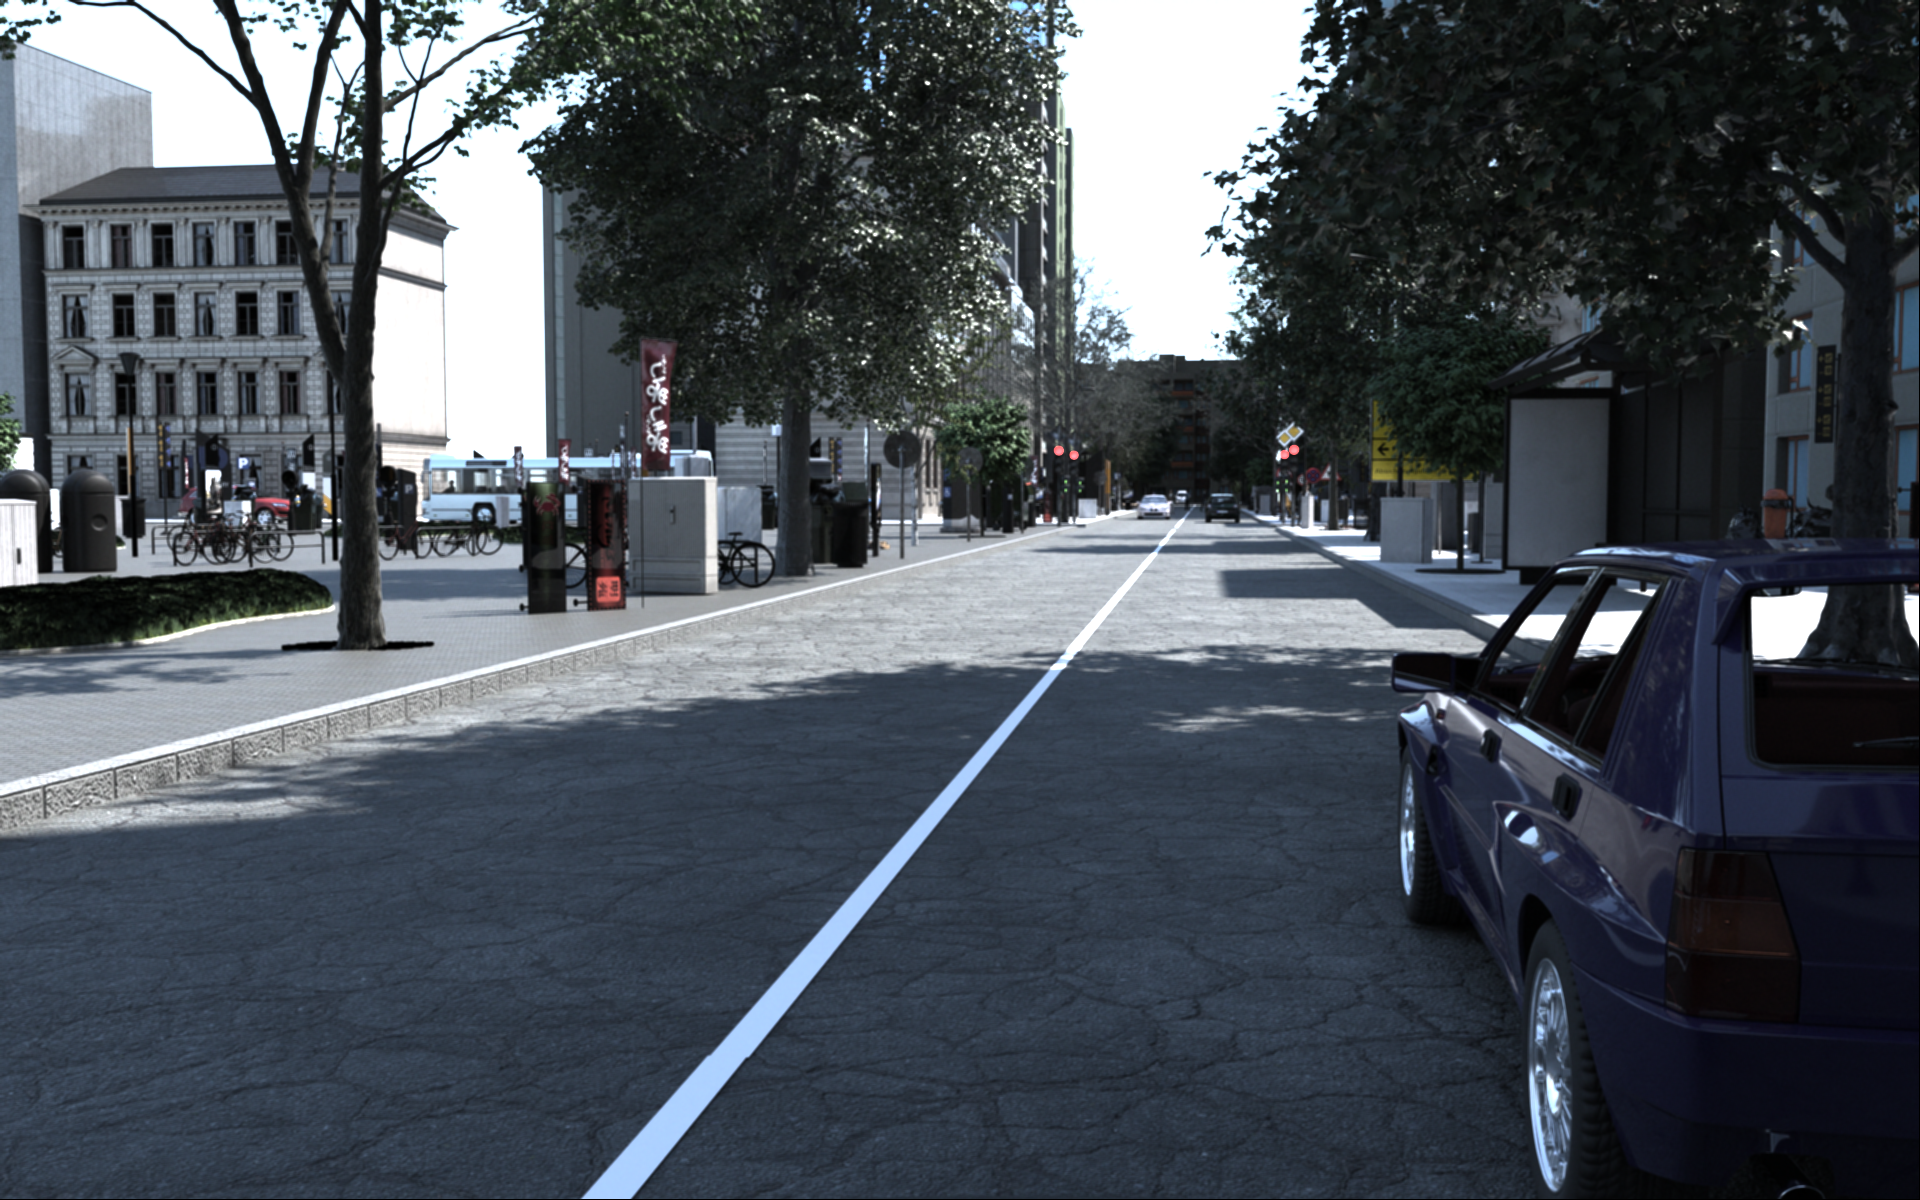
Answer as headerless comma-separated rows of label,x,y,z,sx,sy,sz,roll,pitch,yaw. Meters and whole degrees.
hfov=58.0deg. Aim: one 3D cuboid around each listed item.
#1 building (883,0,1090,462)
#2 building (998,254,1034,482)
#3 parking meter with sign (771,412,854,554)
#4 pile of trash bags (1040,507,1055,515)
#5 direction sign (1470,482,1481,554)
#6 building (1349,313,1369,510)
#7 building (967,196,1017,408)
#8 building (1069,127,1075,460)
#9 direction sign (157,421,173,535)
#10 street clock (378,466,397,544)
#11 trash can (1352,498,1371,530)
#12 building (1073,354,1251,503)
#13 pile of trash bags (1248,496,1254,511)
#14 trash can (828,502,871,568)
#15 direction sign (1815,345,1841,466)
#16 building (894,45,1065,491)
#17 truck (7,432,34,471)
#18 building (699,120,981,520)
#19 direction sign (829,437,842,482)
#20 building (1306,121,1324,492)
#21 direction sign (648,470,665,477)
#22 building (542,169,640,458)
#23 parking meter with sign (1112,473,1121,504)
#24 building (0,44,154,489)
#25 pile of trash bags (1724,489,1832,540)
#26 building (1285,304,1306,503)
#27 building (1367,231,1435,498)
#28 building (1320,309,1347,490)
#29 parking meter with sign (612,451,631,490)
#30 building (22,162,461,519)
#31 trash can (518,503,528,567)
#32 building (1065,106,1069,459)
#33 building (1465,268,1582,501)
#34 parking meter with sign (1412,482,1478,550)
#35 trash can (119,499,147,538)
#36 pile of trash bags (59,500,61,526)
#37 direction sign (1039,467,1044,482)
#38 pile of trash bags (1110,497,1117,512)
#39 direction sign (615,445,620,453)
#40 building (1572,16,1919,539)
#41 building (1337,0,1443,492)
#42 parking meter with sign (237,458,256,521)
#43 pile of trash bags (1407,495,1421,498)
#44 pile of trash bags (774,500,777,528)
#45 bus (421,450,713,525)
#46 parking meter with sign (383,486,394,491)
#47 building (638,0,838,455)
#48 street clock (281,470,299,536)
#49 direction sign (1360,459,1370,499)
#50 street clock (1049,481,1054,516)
building,-0.469,-54.783,208.369,31.000,86.520,22.319,0,4,8
building,-0.084,-17.353,138.471,10.420,20.320,16.860,0,4,8
parking meter with sign,-3.043,-2.450,36.318,1.738,3.016,0.543,-2,4,-30
pile of trash bags,5.388,-5.974,107.423,1.912,1.369,3.447,0,4,-2
direction sign,11.237,-2.776,37.377,0.876,3.537,0.379,0,4,6
building,37.938,-19.521,137.195,12.078,24.808,19.932,0,4,8
building,-4.042,-16.915,118.358,13.314,21.916,24.055,0,4,8
building,4.940,-30.891,188.658,14.154,41.232,14.086,0,4,8
direction sign,-24.918,-3.809,54.273,0.379,3.537,0.876,0,4,-1
street clock,-14.778,-2.461,44.811,0.471,2.002,0.358,0,4,2
trash can,14.445,-3.092,62.200,0.748,1.137,0.748,0,3,0
building,31.322,-25.070,254.926,28.899,21.520,27.650,0,4,8
pile of trash bags,23.480,-7.686,135.422,1.912,1.369,3.447,1,4,11
trash can,-1.925,-1.140,30.288,0.748,1.137,0.748,0,3,0
direction sign,13.283,-2.094,26.241,0.379,3.537,0.876,-1,4,-17
building,1.740,-29.138,159.995,14.154,41.232,14.086,0,4,8
truck,-48.213,-5.520,79.157,11.283,4.237,2.839,0,4,7
building,-5.936,-15.861,95.487,11.583,22.565,21.152,0,4,8
direction sign,-4.985,-4.730,69.327,0.379,3.537,0.876,2,4,30
building,51.980,-35.407,202.602,21.300,48.544,21.600,0,4,8
direction sign,-10.443,-4.125,59.438,0.876,3.537,0.379,2,4,34
building,-43.651,-32.783,219.595,14.086,41.232,14.154,0,4,8
parking meter with sign,12.780,-8.946,142.527,0.543,3.016,1.738,1,4,19
building,-57.989,-17.103,97.650,19.932,24.808,12.078,0,4,8
pile of trash bags,14.798,-1.322,31.366,1.912,1.369,3.447,2,4,25
building,59.788,-36.251,247.326,28.867,44.769,22.147,0,4,8
building,35.236,-20.267,117.271,13.634,28.700,20.117,0,4,8
building,46.389,-32.740,185.410,14.600,45.320,14.200,0,4,8
parking meter with sign,-13.720,-4.497,69.788,0.543,3.016,1.738,1,4,15
building,-38.456,-14.048,94.305,19.286,19.102,10.561,0,4,8
trash can,-7.010,-1.060,28.981,0.748,1.137,0.748,0,3,0
building,3.048,-30.001,174.114,14.154,41.232,14.086,0,4,8
building,35.278,-15.165,84.108,21.152,22.565,11.583,0,4,8
parking meter with sign,11.164,-2.648,39.559,1.738,3.016,0.543,0,4,-5
trash can,-24.151,-2.383,50.620,0.748,1.137,0.748,0,3,0
pile of trash bags,-36.849,-3.629,69.094,1.912,1.369,3.447,0,4,-6
direction sign,6.610,-9.258,143.358,0.379,3.537,0.876,3,5,44
pile of trash bags,10.274,-7.156,126.752,1.912,1.369,3.447,1,4,23
direction sign,-15.611,-5.349,79.452,0.379,3.537,0.876,-2,4,-34
building,32.105,-12.002,41.264,27.650,21.520,28.899,0,4,8
building,47.335,-33.190,162.259,23.786,49.044,30.456,0,4,8
parking meter with sign,-33.726,-5.254,82.164,0.543,3.016,1.738,-3,5,-39
pile of trash bags,26.219,-5.642,101.992,3.447,1.369,1.912,0,4,7
pile of trash bags,-7.600,-3.470,66.485,1.912,1.369,3.447,-1,4,-12
bus,-17.445,-4.902,75.012,13.247,3.499,2.948,1,4,10
parking meter with sign,-28.287,-5.461,85.549,1.738,3.016,0.543,-1,4,-22
building,-26.469,-47.380,212.907,20.611,71.187,20.563,0,4,8
street clock,-20.464,-2.961,52.983,0.471,2.002,0.358,1,4,9
direction sign,25.929,-7.260,110.696,0.876,3.537,0.379,-1,4,-20
street clock,5.313,-5.815,99.647,0.358,2.002,0.471,2,4,35
